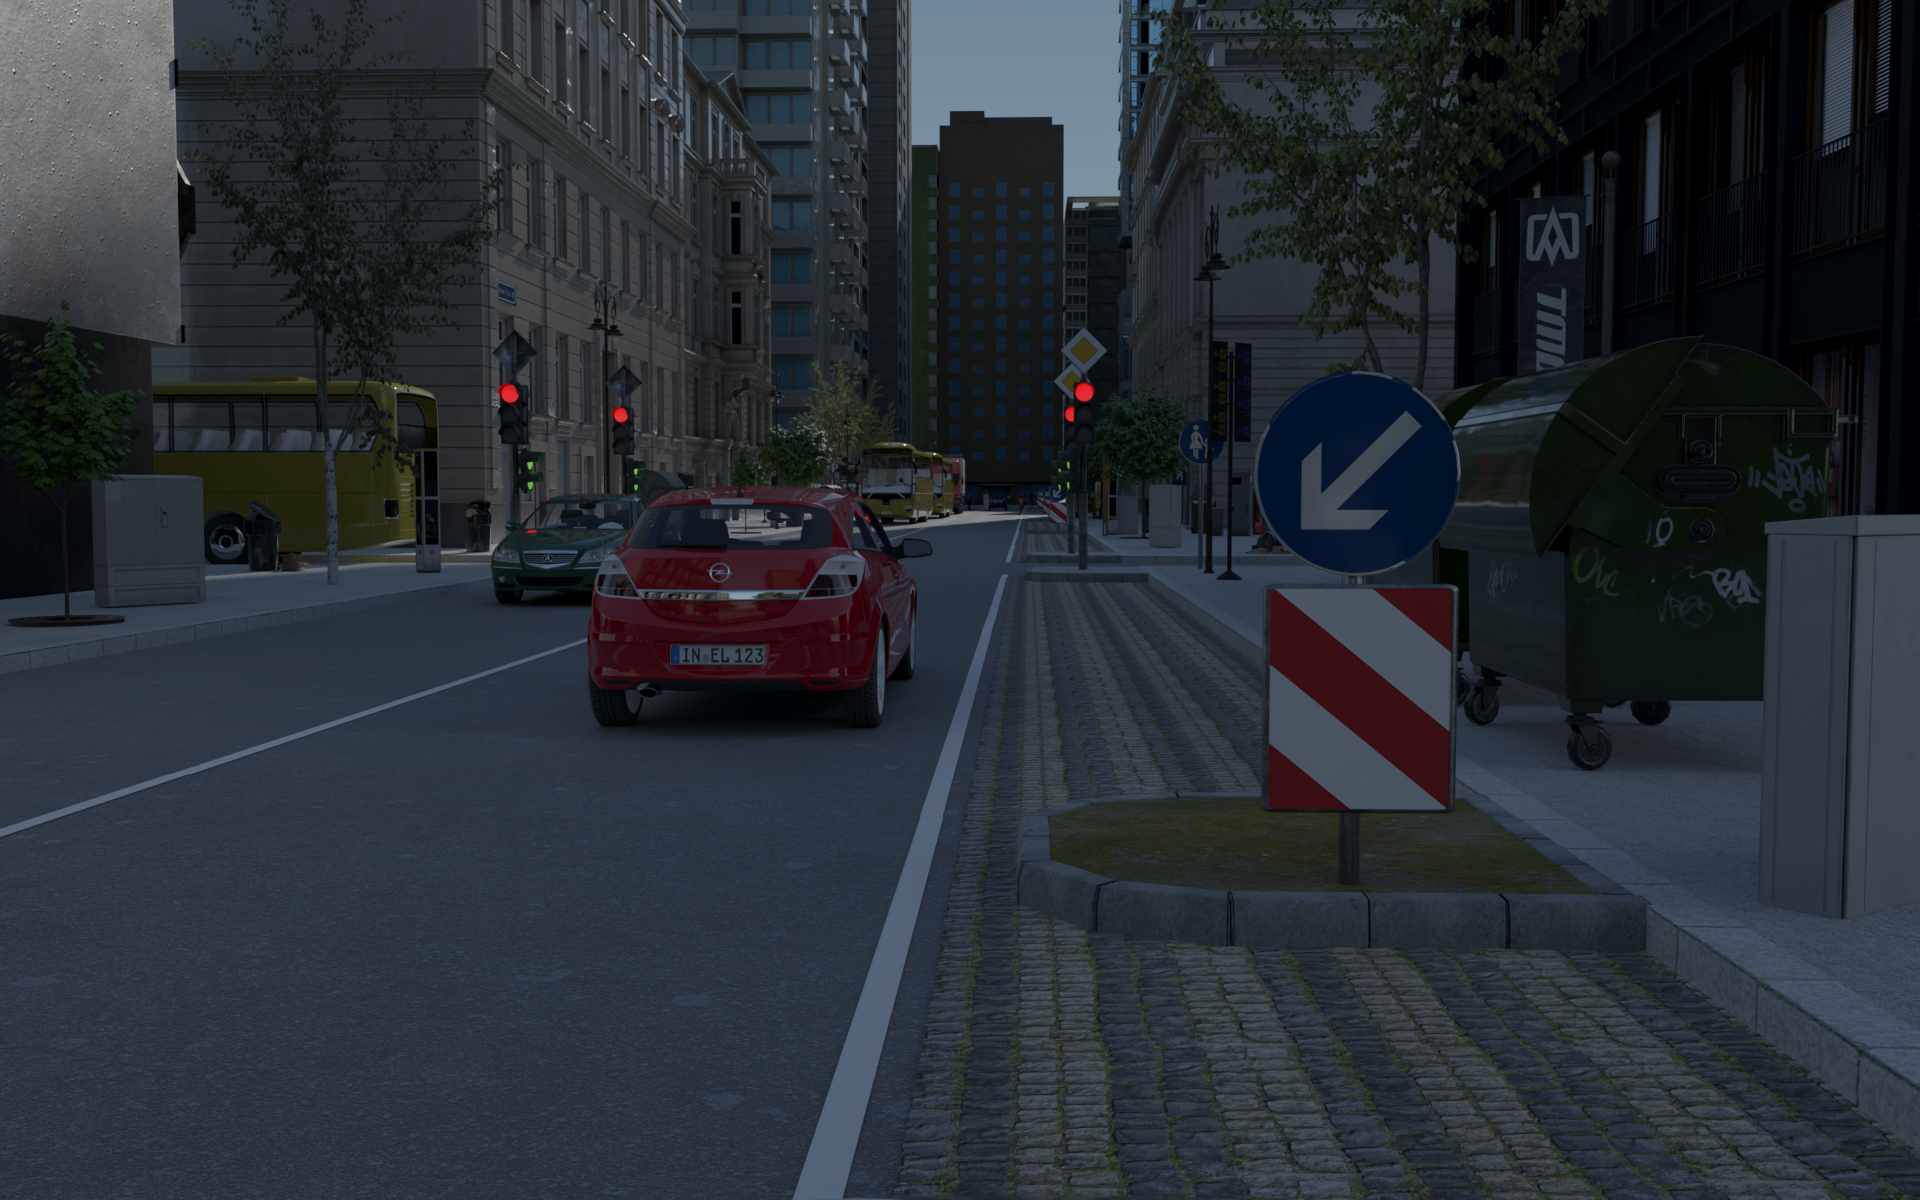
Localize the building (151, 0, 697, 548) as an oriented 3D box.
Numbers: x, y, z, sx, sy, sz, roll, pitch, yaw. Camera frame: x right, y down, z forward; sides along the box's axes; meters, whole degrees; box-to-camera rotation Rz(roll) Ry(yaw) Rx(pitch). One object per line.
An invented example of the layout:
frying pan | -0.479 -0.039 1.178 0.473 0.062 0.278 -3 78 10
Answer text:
building | -16.334 -15.610 52.486 12.463 27.353 25.104 0 4 2

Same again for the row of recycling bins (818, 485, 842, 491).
row of recycling bins | -6.065 -4.535 81.258 1.069 1.692 3.534 0 4 3

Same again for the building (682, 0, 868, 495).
building | -18.686 -31.086 127.872 23.786 49.044 30.456 0 4 2

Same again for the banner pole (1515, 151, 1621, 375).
banner pole | 4.538 -1.396 12.837 0.863 3.779 0.401 1 4 21

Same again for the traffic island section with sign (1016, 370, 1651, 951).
traffic island section with sign | 1.207 0.138 6.379 1.989 1.847 2.006 0 4 2

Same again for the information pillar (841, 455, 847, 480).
information pillar | -6.869 -6.807 102.641 0.504 3.616 0.183 1 4 11

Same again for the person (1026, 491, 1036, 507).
person | 7.437 -10.499 180.682 1.217 1.766 0.721 -2 4 -32

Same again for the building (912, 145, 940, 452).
building | -9.133 -31.947 205.923 14.086 41.232 14.154 0 4 2

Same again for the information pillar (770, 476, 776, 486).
information pillar | -7.125 -3.781 66.319 0.304 2.012 0.304 0 4 -8

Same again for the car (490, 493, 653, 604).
car | -5.095 -0.755 24.142 2.131 1.459 4.920 0 4 2

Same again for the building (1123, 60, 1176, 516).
building | 16.232 -18.470 99.240 12.463 27.353 25.104 0 4 2

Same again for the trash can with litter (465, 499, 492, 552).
trash can with litter | -10.752 -1.649 38.347 0.624 1.170 1.055 -2 4 -31

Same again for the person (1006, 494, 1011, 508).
person | 4.985 -10.129 177.292 0.799 1.438 0.628 1 4 22

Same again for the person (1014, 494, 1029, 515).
person | 4.172 -6.481 117.729 1.065 1.426 0.557 1 4 18

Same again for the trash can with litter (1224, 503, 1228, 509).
trash can with litter | 9.107 -2.768 56.643 0.624 1.170 1.055 2 4 32

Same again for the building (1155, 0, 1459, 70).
building | 27.403 -26.620 127.120 32.217 40.220 23.993 0 4 2

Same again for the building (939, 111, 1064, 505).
building | 5.013 -33.975 205.607 14.200 45.320 14.600 0 4 2

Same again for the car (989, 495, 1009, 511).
car | 3.293 -8.511 151.729 1.945 1.354 3.894 0 4 0

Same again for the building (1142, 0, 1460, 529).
building | 15.304 -14.252 74.816 13.314 21.916 24.055 0 4 2

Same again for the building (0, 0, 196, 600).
building | -20.009 -9.291 19.353 16.811 18.784 16.820 0 4 2

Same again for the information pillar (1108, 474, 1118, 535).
information pillar | 4.774 -3.047 54.308 0.304 2.012 0.304 0 4 -3

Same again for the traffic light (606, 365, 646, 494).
traffic light | -7.270 -2.977 37.599 0.839 4.253 0.868 0 4 2

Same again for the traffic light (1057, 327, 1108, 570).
traffic light | 2.068 -2.467 29.256 0.839 4.253 0.868 0 4 2

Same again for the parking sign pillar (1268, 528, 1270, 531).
parking sign pillar | 11.083 -4.362 59.787 1.447 3.967 1.447 0 4 5

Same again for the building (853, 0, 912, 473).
building | -15.694 -45.049 174.801 20.611 71.187 20.563 0 4 2

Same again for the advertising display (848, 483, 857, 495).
advertising display | -6.403 -5.828 100.502 0.974 1.923 0.123 -3 5 -41

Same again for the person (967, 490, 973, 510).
person | 0.902 -9.048 156.437 0.705 1.823 1.348 1 4 17

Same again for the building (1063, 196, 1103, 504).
building | 24.412 -31.874 213.023 23.993 40.220 32.217 0 4 2

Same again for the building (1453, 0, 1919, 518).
building | 13.316 -11.494 17.605 12.332 23.373 15.834 0 4 2

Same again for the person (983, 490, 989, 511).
person | 2.174 -8.328 145.329 0.551 1.740 0.621 -1 4 -13

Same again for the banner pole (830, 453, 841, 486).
banner pole | -7.091 -6.593 97.808 0.863 3.779 0.401 0 4 0

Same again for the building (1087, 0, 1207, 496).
building | 22.994 -51.424 153.456 22.319 86.520 31.000 0 4 2

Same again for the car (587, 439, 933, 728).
car | -1.296 -0.189 12.138 2.155 1.783 4.494 0 4 2

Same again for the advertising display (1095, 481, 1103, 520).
advertising display | 6.971 -5.002 86.995 0.123 1.923 0.974 -1 4 -13

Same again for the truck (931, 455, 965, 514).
truck | -1.024 -8.361 125.622 2.839 4.237 11.283 0 4 2

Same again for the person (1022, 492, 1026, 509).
person | 6.158 -9.541 165.966 0.415 1.643 0.593 0 4 2

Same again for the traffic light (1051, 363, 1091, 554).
traffic light | 2.384 -2.955 37.235 0.839 4.253 0.868 0 4 2

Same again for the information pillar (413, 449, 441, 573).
information pillar | -8.665 -1.449 28.182 0.304 2.012 0.304 -3 5 -42

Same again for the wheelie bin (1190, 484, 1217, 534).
wheelie bin | 7.870 -2.943 56.026 0.980 1.594 0.693 3 4 38

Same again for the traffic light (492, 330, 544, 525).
traffic light | -7.586 -2.489 29.620 0.839 4.253 0.868 0 4 2

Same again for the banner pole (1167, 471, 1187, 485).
banner pole | 7.428 -4.268 59.801 0.863 3.779 0.401 1 4 9

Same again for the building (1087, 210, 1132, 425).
building | 19.959 -24.839 177.816 14.160 30.474 14.107 0 4 2

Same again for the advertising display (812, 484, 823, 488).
advertising display | -8.816 -6.165 106.017 0.974 1.923 0.123 3 4 36

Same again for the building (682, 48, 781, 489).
building | -16.537 -16.108 82.456 14.460 24.649 34.723 0 4 2

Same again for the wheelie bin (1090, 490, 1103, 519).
wheelie bin | 7.071 -4.943 88.724 0.693 1.594 0.980 2 4 30
